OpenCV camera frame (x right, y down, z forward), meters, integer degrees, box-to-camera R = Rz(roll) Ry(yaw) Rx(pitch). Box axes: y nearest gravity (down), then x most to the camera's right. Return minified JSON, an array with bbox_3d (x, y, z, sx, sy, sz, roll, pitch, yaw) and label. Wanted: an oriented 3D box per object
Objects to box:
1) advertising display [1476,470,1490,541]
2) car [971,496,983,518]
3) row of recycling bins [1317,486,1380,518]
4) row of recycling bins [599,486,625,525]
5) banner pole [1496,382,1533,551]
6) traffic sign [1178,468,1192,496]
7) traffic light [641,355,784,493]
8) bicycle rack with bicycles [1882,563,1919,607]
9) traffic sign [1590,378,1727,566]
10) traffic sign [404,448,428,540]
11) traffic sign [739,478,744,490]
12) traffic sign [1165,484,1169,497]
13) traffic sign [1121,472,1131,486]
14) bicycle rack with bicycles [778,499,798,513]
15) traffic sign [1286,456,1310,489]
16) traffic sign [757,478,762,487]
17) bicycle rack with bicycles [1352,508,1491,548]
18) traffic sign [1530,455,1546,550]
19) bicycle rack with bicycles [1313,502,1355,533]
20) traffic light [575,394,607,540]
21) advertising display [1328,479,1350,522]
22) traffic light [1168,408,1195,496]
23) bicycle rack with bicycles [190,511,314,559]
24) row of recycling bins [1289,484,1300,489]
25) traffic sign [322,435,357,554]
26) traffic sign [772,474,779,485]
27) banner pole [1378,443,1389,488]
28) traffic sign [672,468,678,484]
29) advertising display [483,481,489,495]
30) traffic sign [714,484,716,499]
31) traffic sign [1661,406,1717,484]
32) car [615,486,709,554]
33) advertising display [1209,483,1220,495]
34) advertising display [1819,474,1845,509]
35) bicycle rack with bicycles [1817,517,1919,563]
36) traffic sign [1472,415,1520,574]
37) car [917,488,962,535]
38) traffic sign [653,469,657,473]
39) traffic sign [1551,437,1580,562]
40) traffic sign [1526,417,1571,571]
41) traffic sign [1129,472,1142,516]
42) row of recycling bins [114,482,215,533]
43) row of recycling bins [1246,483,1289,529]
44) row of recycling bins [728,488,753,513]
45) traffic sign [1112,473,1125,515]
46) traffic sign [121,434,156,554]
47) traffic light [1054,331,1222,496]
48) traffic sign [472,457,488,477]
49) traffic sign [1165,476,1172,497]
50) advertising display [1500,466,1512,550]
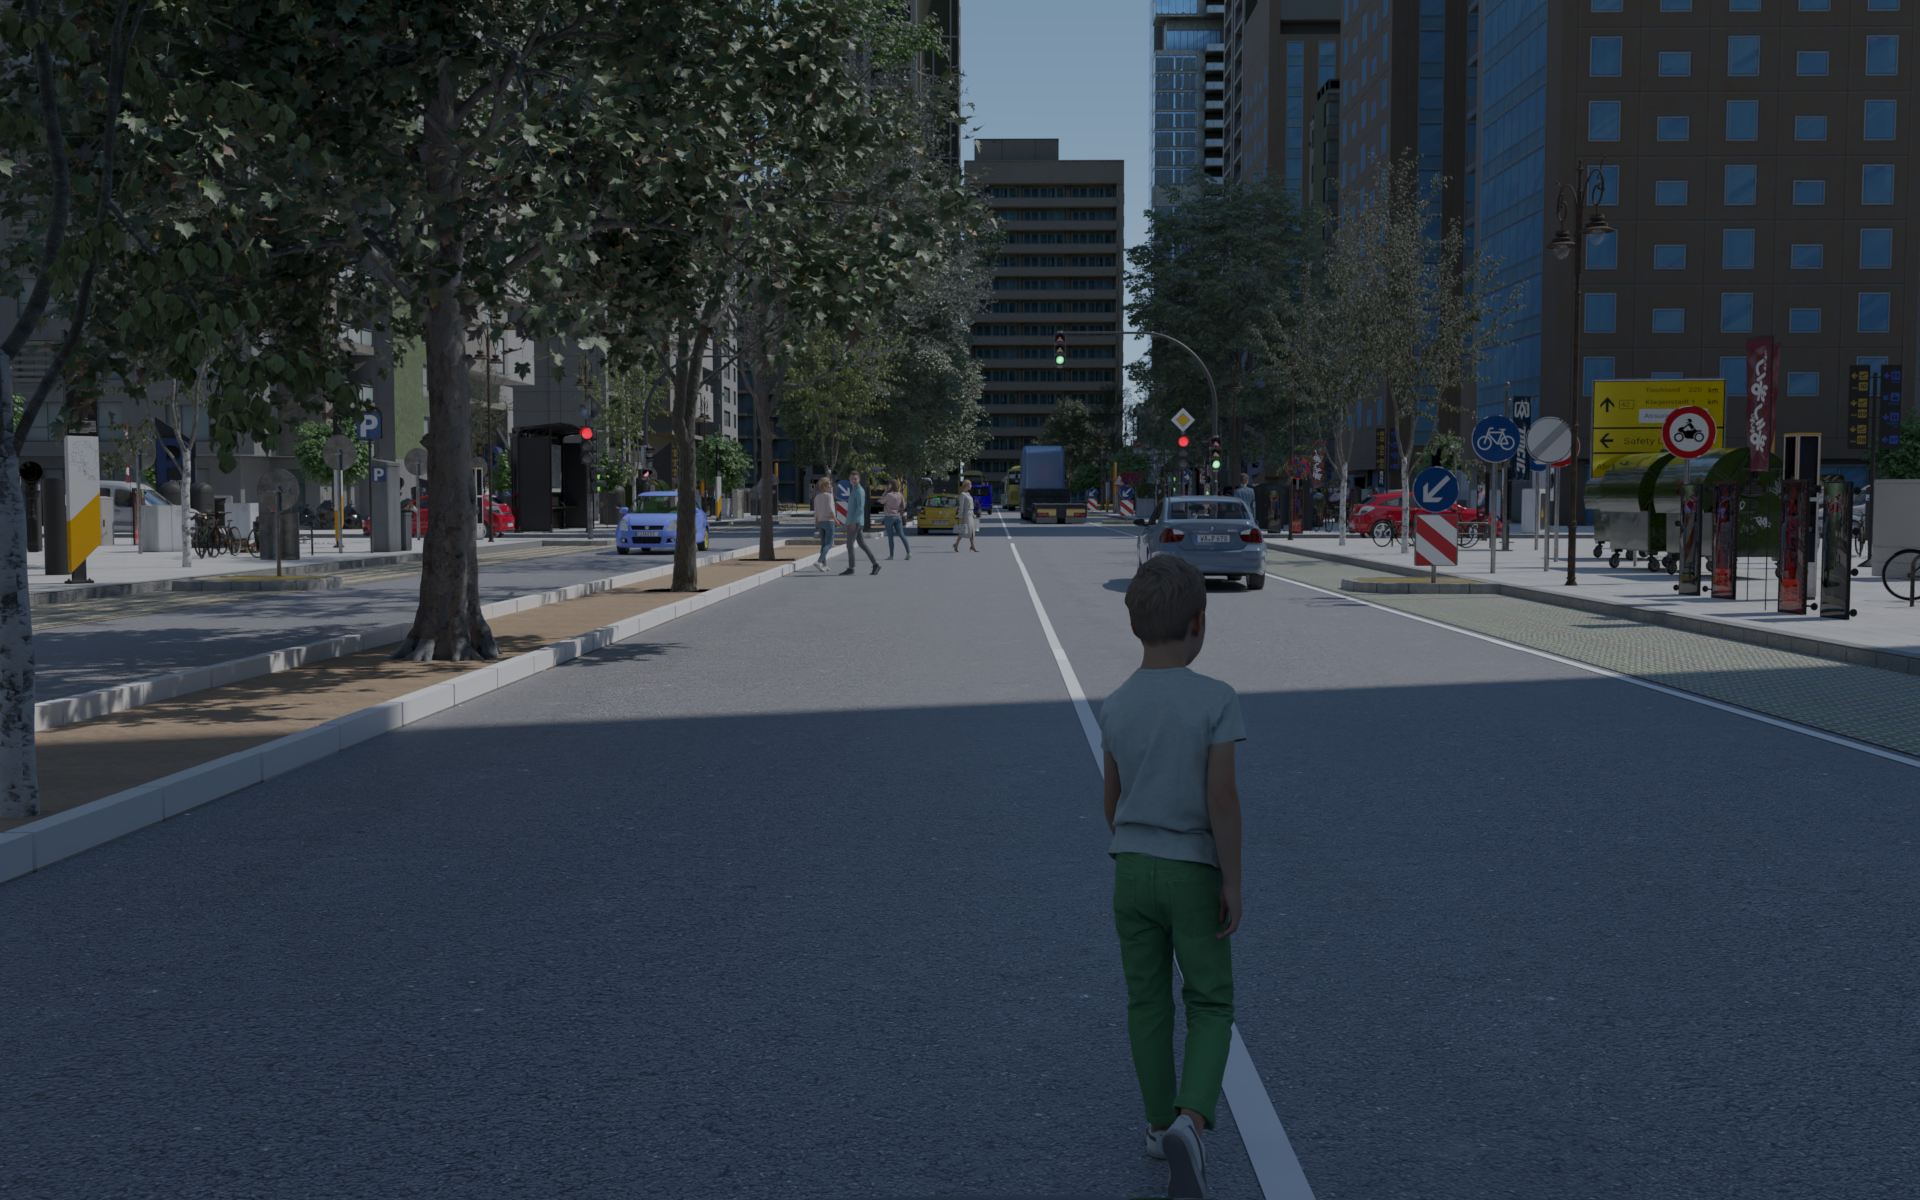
[{"bbox_3d":[14.398,-2.598,47.688,0.123,1.923,0.974,0,4,3],"label":"advertising display"},{"bbox_3d":[0.421,-5.703,105.820,1.945,1.354,3.894,0,4,2],"label":"car"},{"bbox_3d":[20.352,-5.148,91.281,3.534,1.692,1.069,2,4,27],"label":"row of recycling bins"},{"bbox_3d":[-14.679,-4.048,73.294,1.069,1.692,3.534,-1,4,-15],"label":"row of recycling bins"},{"bbox_3d":[12.437,-2.986,38.830,0.863,3.779,0.401,-1,4,-14],"label":"banner pole"},{"bbox_3d":[10.880,-5.140,84.143,0.768,2.556,0.104,1,4,8],"label":"traffic sign"},{"bbox_3d":[-8.182,-5.022,56.778,4.771,5.953,1.251,0,4,1],"label":"traffic light"},{"bbox_3d":[12.059,-0.393,19.801,2.852,0.926,2.925,-3,5,-40],"label":"bicycle rack with bicycles"},{"bbox_3d":[12.279,-2.242,30.537,2.265,3.308,0.079,1,4,9],"label":"traffic sign"},{"bbox_3d":[-14.991,-2.923,47.892,0.768,2.556,0.104,0,4,4],"label":"traffic sign"},{"bbox_3d":[-14.224,-6.709,111.829,0.606,2.300,0.079,0,4,5],"label":"traffic sign"},{"bbox_3d":[13.687,-6.950,113.643,0.884,2.594,0.081,0,4,4],"label":"traffic sign"},{"bbox_3d":[9.868,-6.230,101.969,0.768,2.556,0.104,1,4,10],"label":"traffic sign"},{"bbox_3d":[-13.439,-7.073,129.025,2.925,0.926,2.852,-2,4,-29],"label":"bicycle rack with bicycles"},{"bbox_3d":[11.132,-3.488,57.134,0.768,2.556,0.104,0,4,4],"label":"traffic sign"},{"bbox_3d":[-14.242,-7.642,124.943,0.884,2.594,0.081,0,4,2],"label":"traffic sign"},{"bbox_3d":[11.379,-1.735,41.746,2.925,0.926,2.852,0,4,-4],"label":"bicycle rack with bicycles"},{"bbox_3d":[13.176,-2.411,39.525,0.768,2.556,0.104,0,4,2],"label":"traffic sign"},{"bbox_3d":[13.273,-2.712,57.720,2.852,0.926,2.925,0,4,-6],"label":"bicycle rack with bicycles"},{"bbox_3d":[-10.417,-3.662,48.796,0.839,4.253,0.868,0,4,1],"label":"traffic light"},{"bbox_3d":[16.710,-4.353,76.385,0.974,1.923,0.123,1,4,11],"label":"advertising display"},{"bbox_3d":[7.234,-4.132,56.485,0.839,4.253,0.868,0,4,1],"label":"traffic light"},{"bbox_3d":[-14.632,-1.335,35.204,2.852,0.926,2.925,0,4,7],"label":"bicycle rack with bicycles"},{"bbox_3d":[12.902,-3.979,72.174,3.534,1.692,1.069,-3,4,-38],"label":"row of recycling bins"},{"bbox_3d":[-13.364,-2.275,37.296,0.768,2.556,0.104,0,4,6],"label":"traffic sign"},{"bbox_3d":[-11.895,-6.723,110.020,0.768,2.556,0.104,0,4,3],"label":"traffic sign"},{"bbox_3d":[20.592,-5.759,84.178,0.863,3.779,0.401,-2,4,-31],"label":"banner pole"},{"bbox_3d":[-13.719,-5.159,84.450,0.768,2.556,0.104,1,4,10],"label":"traffic sign"},{"bbox_3d":[-22.593,-4.714,82.295,0.123,1.923,0.974,1,4,16],"label":"advertising display"},{"bbox_3d":[-15.423,-6.672,109.192,0.768,2.556,0.104,0,4,4],"label":"traffic sign"},{"bbox_3d":[10.504,-1.525,25.043,0.768,2.556,0.104,0,4,5],"label":"traffic sign"},{"bbox_3d":[-7.244,-1.998,42.252,1.945,1.707,3.694,0,4,2],"label":"car"},{"bbox_3d":[14.491,-5.788,99.853,0.974,1.923,0.123,0,4,3],"label":"advertising display"},{"bbox_3d":[28.420,-3.151,56.726,0.974,1.923,0.123,0,4,6],"label":"advertising display"},{"bbox_3d":[18.186,-1.363,35.660,2.852,0.926,2.925,2,4,35],"label":"bicycle rack with bicycles"},{"bbox_3d":[8.613,-1.701,27.920,0.768,2.556,0.104,0,4,5],"label":"traffic sign"},{"bbox_3d":[-0.575,-3.152,61.752,2.015,1.641,3.980,0,4,3],"label":"car"},{"bbox_3d":[-14.818,-5.046,82.613,0.768,2.556,0.104,0,4,6],"label":"traffic sign"},{"bbox_3d":[11.262,-1.991,32.655,0.768,2.556,0.104,0,4,7],"label":"traffic sign"},{"bbox_3d":[9.725,-1.746,28.651,0.768,2.556,0.104,0,4,6],"label":"traffic sign"},{"bbox_3d":[10.165,-6.112,100.036,0.768,2.556,0.104,1,4,11],"label":"traffic sign"},{"bbox_3d":[-26.928,-3.120,58.128,3.534,1.692,1.069,-2,4,-31],"label":"row of recycling bins"},{"bbox_3d":[11.481,-3.531,64.852,1.069,1.692,3.534,0,4,4],"label":"row of recycling bins"},{"bbox_3d":[-14.620,-6.656,115.931,1.069,1.692,3.534,1,4,11],"label":"row of recycling bins"},{"bbox_3d":[9.966,-6.632,108.432,0.884,2.594,0.081,1,4,9],"label":"traffic sign"},{"bbox_3d":[-17.541,-2.256,36.987,0.768,2.556,0.104,0,4,4],"label":"traffic sign"},{"bbox_3d":[4.998,-4.509,48.397,4.771,5.953,1.251,0,4,1],"label":"traffic light"},{"bbox_3d":[-16.539,-3.620,59.291,0.768,2.556,0.104,0,4,5],"label":"traffic sign"},{"bbox_3d":[12.973,-6.529,106.854,0.768,2.556,0.104,0,4,1],"label":"traffic sign"},{"bbox_3d":[12.568,-2.119,39.861,0.123,1.923,0.974,1,4,10],"label":"advertising display"}]
